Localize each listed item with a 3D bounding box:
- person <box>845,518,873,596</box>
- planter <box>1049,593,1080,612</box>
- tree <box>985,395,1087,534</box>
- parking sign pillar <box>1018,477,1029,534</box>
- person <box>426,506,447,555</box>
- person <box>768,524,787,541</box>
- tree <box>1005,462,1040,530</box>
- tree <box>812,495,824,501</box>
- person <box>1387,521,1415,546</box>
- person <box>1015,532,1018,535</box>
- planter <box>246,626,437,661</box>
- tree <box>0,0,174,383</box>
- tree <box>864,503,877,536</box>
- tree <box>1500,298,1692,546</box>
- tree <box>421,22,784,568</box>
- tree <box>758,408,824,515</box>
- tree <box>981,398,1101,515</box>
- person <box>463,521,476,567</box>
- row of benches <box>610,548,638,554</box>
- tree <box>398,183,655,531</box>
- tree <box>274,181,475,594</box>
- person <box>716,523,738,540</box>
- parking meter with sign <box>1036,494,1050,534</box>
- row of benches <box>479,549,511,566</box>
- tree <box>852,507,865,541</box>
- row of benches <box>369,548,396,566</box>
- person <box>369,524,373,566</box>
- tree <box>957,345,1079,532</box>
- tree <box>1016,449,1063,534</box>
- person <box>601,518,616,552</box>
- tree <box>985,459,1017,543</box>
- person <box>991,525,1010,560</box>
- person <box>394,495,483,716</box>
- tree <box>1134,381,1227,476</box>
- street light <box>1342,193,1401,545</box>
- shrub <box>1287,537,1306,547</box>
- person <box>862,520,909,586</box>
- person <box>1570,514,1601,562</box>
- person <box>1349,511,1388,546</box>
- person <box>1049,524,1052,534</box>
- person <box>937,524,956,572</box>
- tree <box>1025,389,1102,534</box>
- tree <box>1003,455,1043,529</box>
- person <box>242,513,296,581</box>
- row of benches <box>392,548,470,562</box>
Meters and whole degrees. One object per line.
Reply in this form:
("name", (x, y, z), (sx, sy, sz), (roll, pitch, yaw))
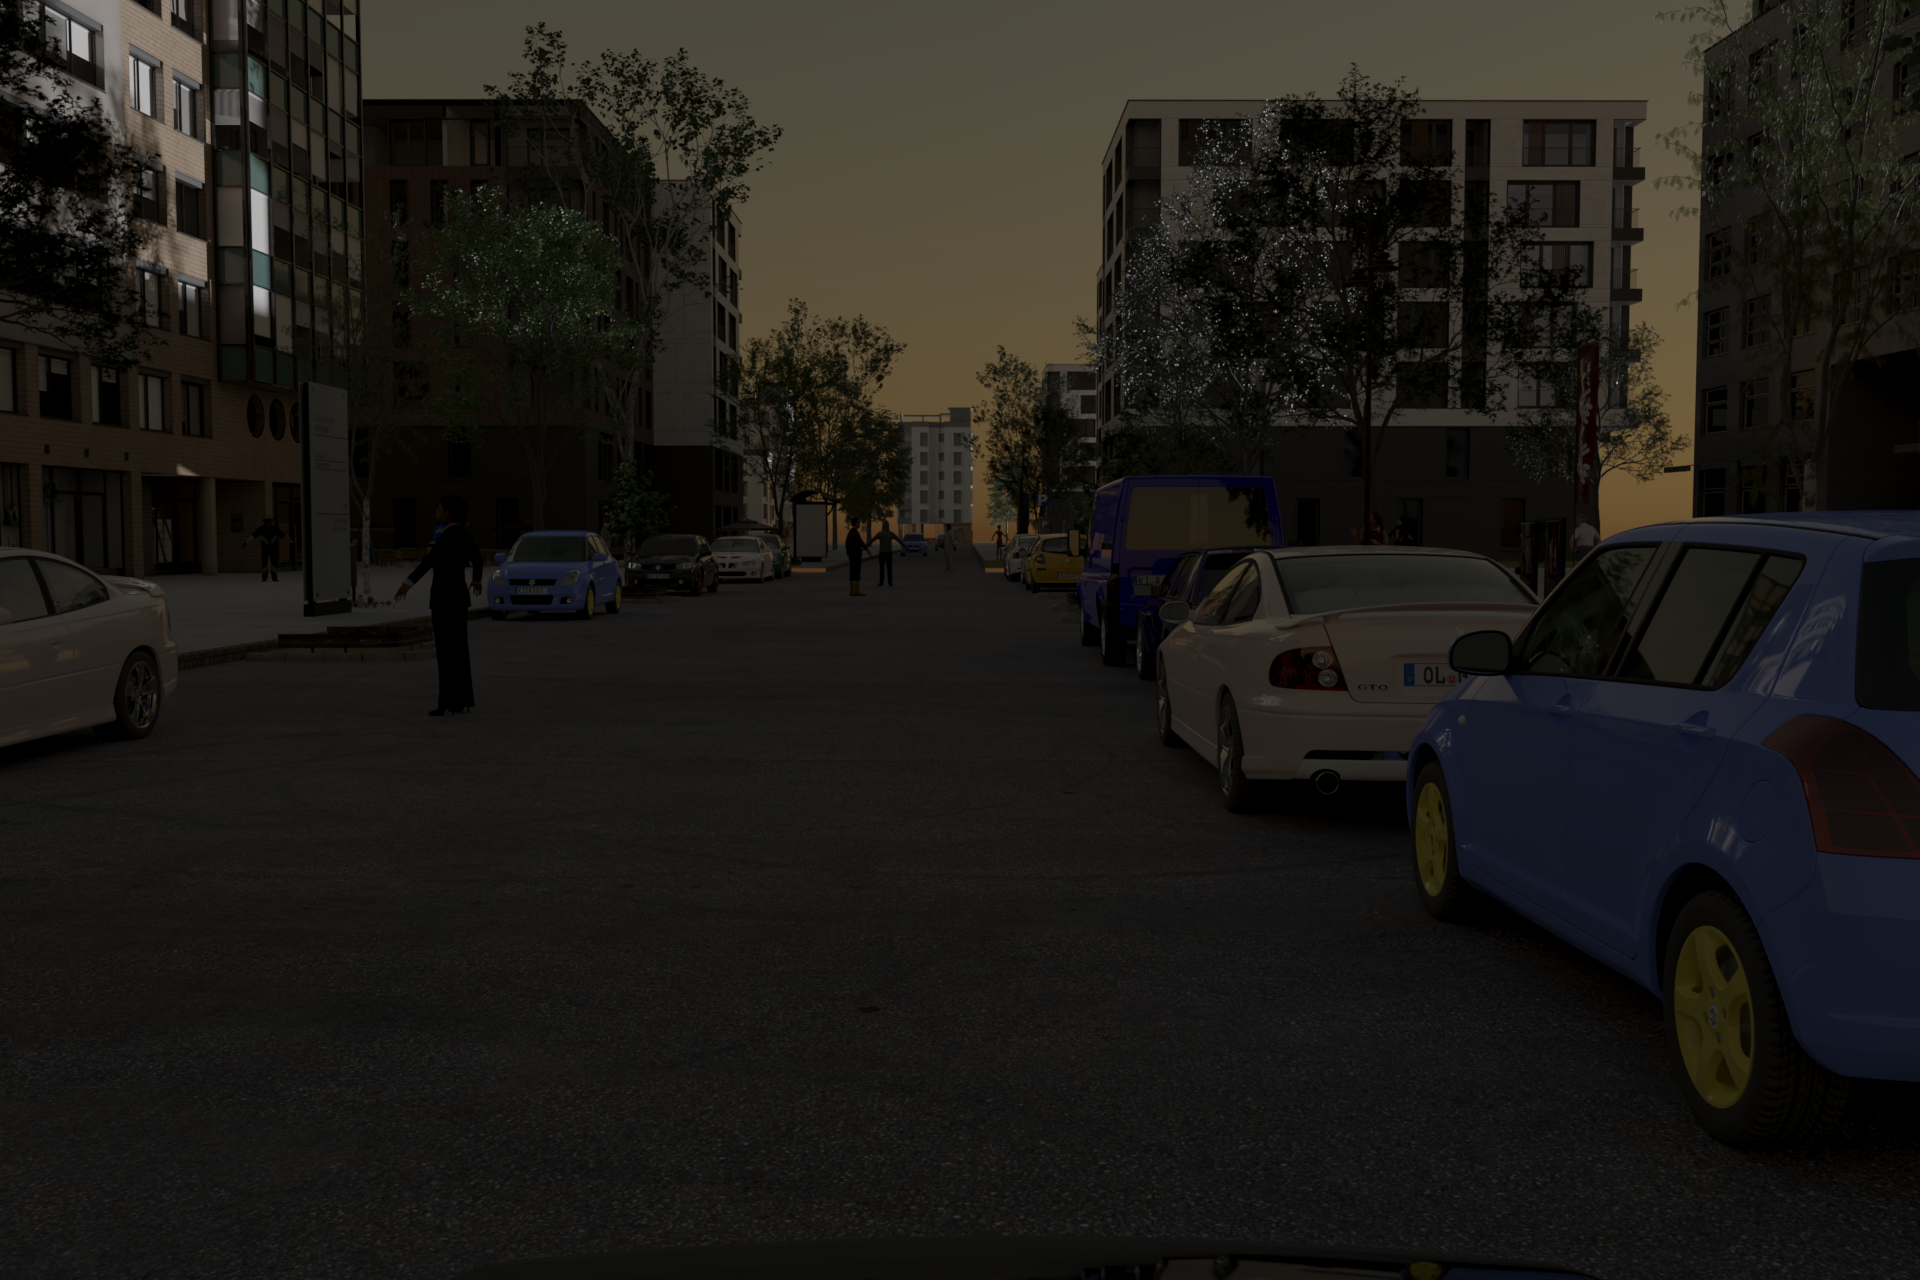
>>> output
("person", (-2.397, -1.930, 40.147), (0.704, 1.812, 1.346), (-2, 4, -27))
("planter", (2.703, -0.709, 32.734), (1.991, 0.319, 1.994), (0, 4, -1))
("tree", (5.894, -12.570, 131.274), (9.928, 11.665, 9.643), (0, 3, 0))
("parking sign pillar", (3.026, -5.769, 82.788), (1.447, 3.967, 1.447), (0, 4, -2))
("person", (-9.896, -1.656, 33.056), (0.704, 1.831, 1.345), (0, 4, -3))
("person", (-9.648, -5.128, 90.120), (1.348, 1.796, 0.705), (0, 4, 4))
("tree", (5.755, -12.737, 158.613), (4.360, 8.622, 3.978), (0, 3, 0))
("tree", (-21.606, -18.925, 259.780), (4.360, 8.622, 3.978), (0, 3, 0))
("person", (18.810, -4.187, 74.231), (1.354, 1.856, 0.705), (2, 4, 31))
("person", (3.652, -5.806, 100.701), (1.354, 1.858, 0.705), (-2, 4, -30))
("planter", (-7.055, 0.041, 20.470), (1.991, 0.319, 1.994), (0, 4, 0))
("tree", (-13.109, -5.266, 20.509), (7.601, 10.594, 8.767), (0, 4, -8))
("tree", (-14.328, -19.060, 261.996), (4.737, 8.622, 4.395), (0, 3, 0))
("tree", (25.011, -8.200, 68.480), (7.601, 10.594, 8.767), (0, 4, 7))
("tree", (-13.380, -12.804, 65.235), (12.611, 20.169, 13.585), (0, 3, 0))
("tree", (-9.416, -9.155, 100.051), (4.360, 8.622, 3.978), (0, 3, 0))
("tree", (5.572, -11.317, 119.445), (8.767, 10.594, 7.601), (0, 4, 3))
("person", (-19.041, -3.711, 66.895), (0.704, 1.802, 1.346), (0, 4, 7))
("row of benches", (-15.684, -3.799, 77.572), (1.422, 0.672, 4.104), (2, 4, 29))
("tree", (-12.678, -7.707, 51.758), (9.928, 11.665, 9.643), (0, 3, 0))
("tree", (-12.754, -5.273, 36.576), (4.360, 8.622, 3.978), (0, 3, 0))
("person", (-11.593, -4.926, 86.691), (1.345, 1.843, 0.704), (-1, 4, -19))
("parking meter with sign", (3.565, -4.750, 73.926), (0.543, 3.016, 1.738), (0, 4, -1))
("row of benches", (-19.056, -3.391, 70.909), (1.422, 0.672, 4.104), (-2, 4, -28))
("tree", (-14.439, -18.673, 255.671), (4.737, 8.622, 4.395), (0, 3, 0))
("row of benches", (-24.069, -3.463, 72.076), (1.422, 0.672, 4.104), (-2, 4, -26))
("person", (-23.551, -3.835, 68.830), (0.704, 1.817, 1.347), (-2, 4, -23))
("tree", (5.920, -19.337, 172.053), (12.611, 20.169, 13.585), (0, 3, 0))
("tree", (6.051, -11.796, 143.227), (4.360, 8.622, 3.978), (0, 3, 0))
("person", (-10.478, -2.777, 51.970), (0.750, 1.759, 0.617), (1, 4, 17))
("tree", (7.338, -20.825, 258.616), (7.486, 12.596, 7.792), (0, 3, 0))
("person", (1.994, -4.803, 85.336), (1.217, 1.733, 0.721), (3, 5, 43))
("person", (-4.115, -0.281, 13.779), (0.721, 1.740, 1.216), (1, 4, 14))
("tree", (9.089, -7.615, 74.873), (4.360, 8.622, 3.978), (0, 3, 0))
("street light", (5.646, -3.129, 23.940), (0.468, 5.910, 1.993), (0, 4, 0))
("shrub", (13.918, -3.718, 71.902), (1.383, 1.207, 1.383), (0, 3, 0))
("person", (-2.041, -2.378, 47.467), (1.348, 1.813, 0.705), (-1, 4, -9))
("person", (13.483, -1.865, 37.481), (0.756, 1.711, 0.436), (0, 4, -7))
("person", (6.472, -1.218, 27.430), (0.593, 1.643, 0.415), (-1, 4, -17))
("person", (4.723, -5.208, 91.344), (0.705, 1.806, 1.347), (1, 4, 16))
("person", (-0.464, -3.461, 65.238), (0.705, 1.806, 1.347), (-2, 4, -30))
("tree", (5.284, -8.434, 88.255), (4.360, 8.622, 3.978), (0, 3, 0))
("tree", (5.672, -12.276, 151.080), (4.737, 8.622, 4.395), (0, 3, 0))
("person", (-18.720, -2.511, 46.925), (1.351, 1.845, 0.704), (-2, 4, -27))
("row of benches", (-24.458, -3.944, 79.947), (1.422, 0.672, 4.104), (2, 4, 33))
